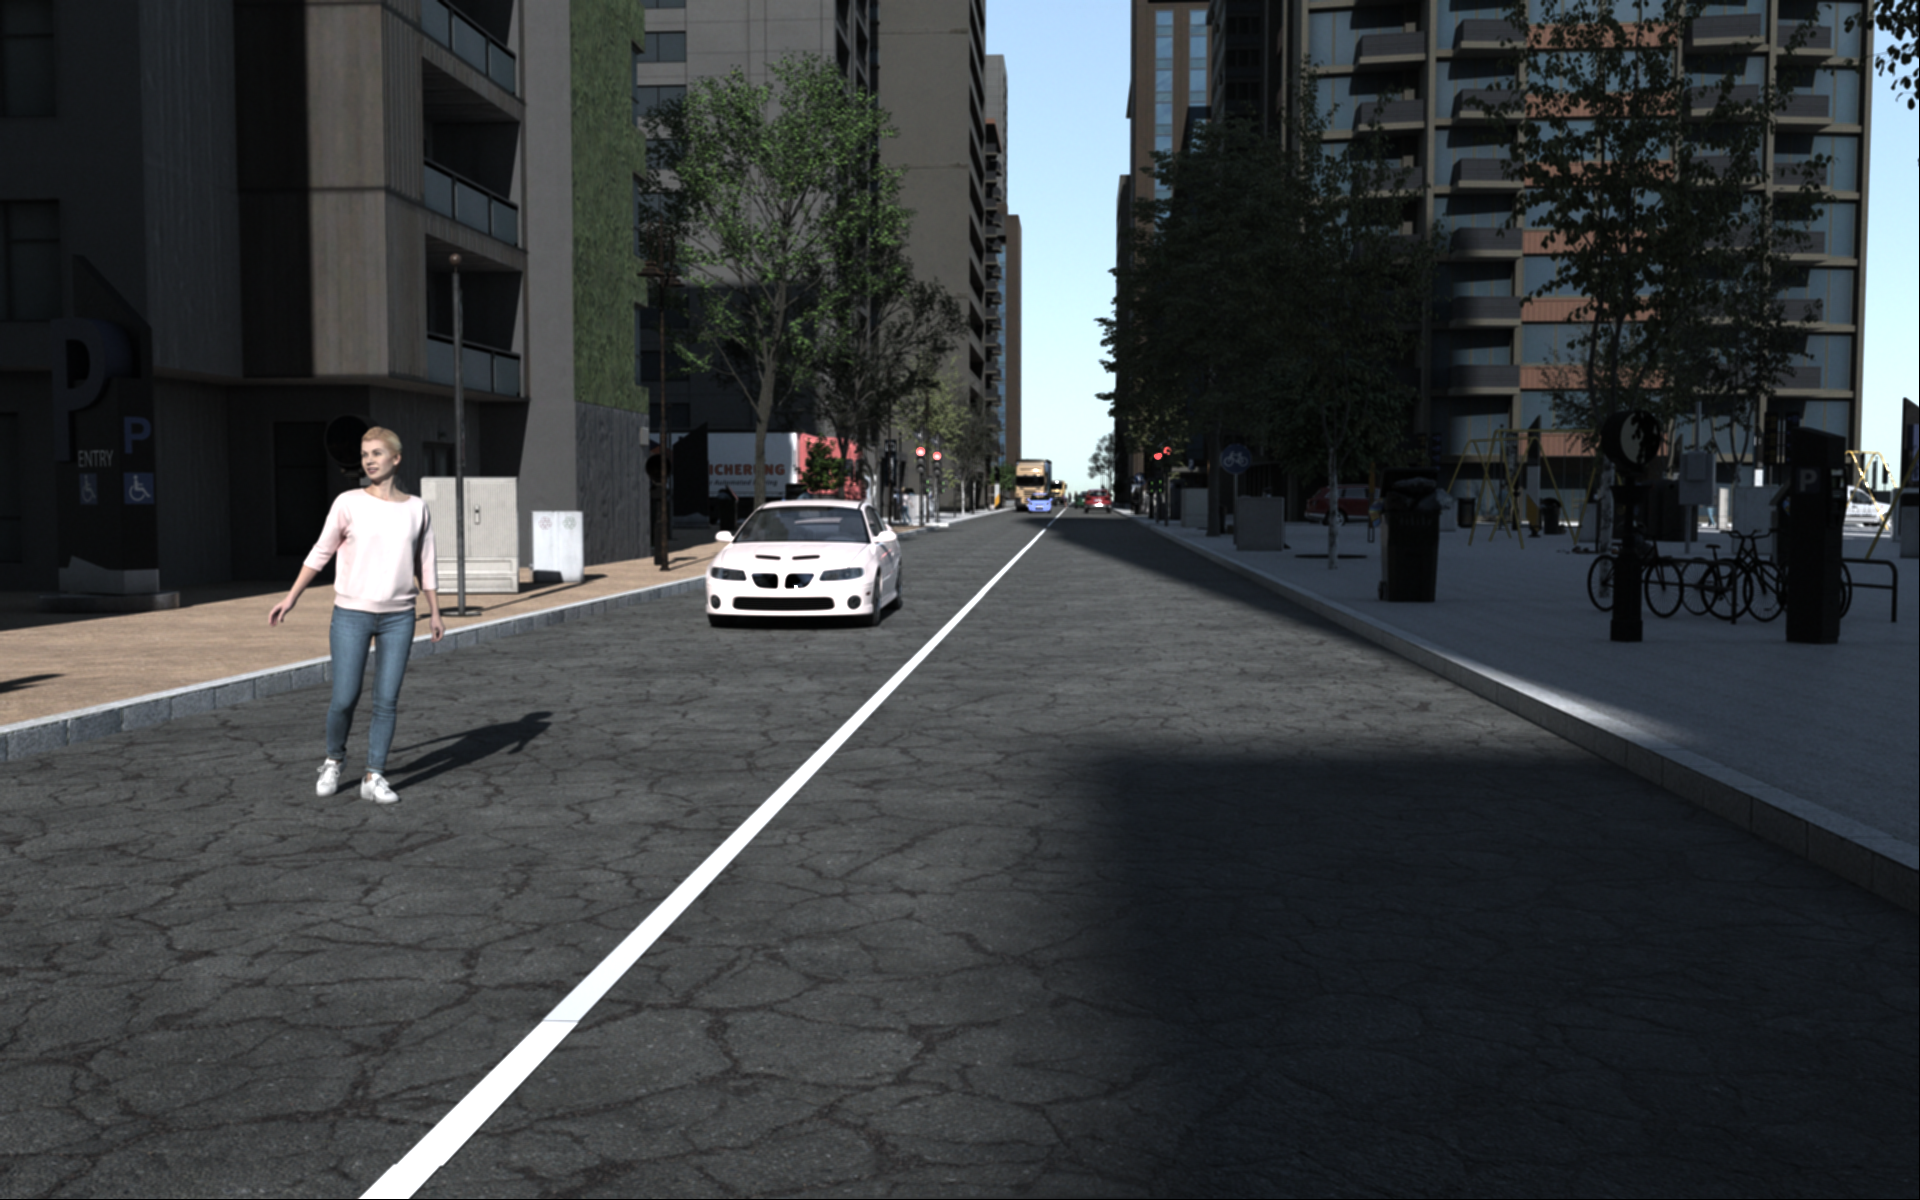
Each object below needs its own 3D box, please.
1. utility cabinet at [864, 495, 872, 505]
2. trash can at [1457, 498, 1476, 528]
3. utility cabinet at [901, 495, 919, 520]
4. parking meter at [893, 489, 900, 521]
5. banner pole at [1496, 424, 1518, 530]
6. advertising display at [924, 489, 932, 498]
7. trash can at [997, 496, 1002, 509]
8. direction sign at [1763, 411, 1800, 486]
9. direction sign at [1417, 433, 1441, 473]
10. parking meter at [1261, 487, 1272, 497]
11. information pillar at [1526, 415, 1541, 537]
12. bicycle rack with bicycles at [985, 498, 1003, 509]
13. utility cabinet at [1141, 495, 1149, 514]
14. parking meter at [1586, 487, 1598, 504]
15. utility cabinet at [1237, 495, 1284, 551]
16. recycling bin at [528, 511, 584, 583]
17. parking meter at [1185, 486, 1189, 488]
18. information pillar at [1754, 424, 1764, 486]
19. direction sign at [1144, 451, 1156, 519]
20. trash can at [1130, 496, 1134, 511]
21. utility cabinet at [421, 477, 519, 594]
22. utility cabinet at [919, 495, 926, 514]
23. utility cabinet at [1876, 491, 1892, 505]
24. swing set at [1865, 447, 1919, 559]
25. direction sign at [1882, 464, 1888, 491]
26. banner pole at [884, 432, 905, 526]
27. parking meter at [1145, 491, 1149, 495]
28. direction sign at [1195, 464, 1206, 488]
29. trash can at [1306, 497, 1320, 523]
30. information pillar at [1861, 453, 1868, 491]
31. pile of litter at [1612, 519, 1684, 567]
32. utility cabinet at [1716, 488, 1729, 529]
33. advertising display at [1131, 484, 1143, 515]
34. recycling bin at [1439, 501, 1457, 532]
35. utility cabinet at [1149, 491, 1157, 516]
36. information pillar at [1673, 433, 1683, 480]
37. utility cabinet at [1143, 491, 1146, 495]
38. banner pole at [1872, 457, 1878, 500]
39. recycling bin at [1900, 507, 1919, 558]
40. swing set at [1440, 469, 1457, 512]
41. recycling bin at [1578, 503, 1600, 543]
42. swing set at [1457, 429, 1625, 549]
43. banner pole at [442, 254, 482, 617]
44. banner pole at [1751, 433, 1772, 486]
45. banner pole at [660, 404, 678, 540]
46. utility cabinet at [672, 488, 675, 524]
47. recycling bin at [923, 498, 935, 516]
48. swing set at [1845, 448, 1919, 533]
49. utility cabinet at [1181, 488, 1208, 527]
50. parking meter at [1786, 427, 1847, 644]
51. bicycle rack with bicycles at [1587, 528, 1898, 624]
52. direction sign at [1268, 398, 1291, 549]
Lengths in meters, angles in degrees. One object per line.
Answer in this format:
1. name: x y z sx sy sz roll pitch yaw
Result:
1. utility cabinet: -4.937 -4.663 87.395 1.020 1.237 0.306 -3 4 -37
2. trash can: 19.207 -3.304 65.679 0.748 1.137 0.748 0 3 0
3. utility cabinet: -2.619 -4.613 86.584 0.306 1.237 1.020 -3 4 -37
4. parking meter: -3.046 -4.634 84.171 0.372 1.533 0.369 0 3 0
5. banner pole: 19.549 -4.397 61.905 0.863 3.779 0.401 3 5 44
6. advertising display: -2.113 -6.683 114.487 0.123 1.923 0.974 2 4 28
7. trash can: 3.338 -8.482 150.330 0.748 1.137 0.748 0 3 0
8. direction sign: 22.584 -3.406 47.685 0.876 3.537 0.379 2 4 28
9. direction sign: 17.328 -4.408 64.060 0.876 3.537 0.379 0 4 3
10. parking meter: 10.530 -3.122 59.452 0.372 1.533 0.369 0 3 0
11. information pillar: 17.041 -3.675 51.436 0.183 3.616 0.504 -1 4 -22
12. bicycle rack with bicycles: 2.667 -8.220 147.786 2.852 0.926 2.925 0 4 2
13. utility cabinet: 11.547 -5.982 108.973 1.020 1.237 0.306 -2 4 -28
14. parking meter: 21.648 -3.117 59.373 0.372 1.533 0.369 0 3 0
15. utility cabinet: 6.787 -1.712 39.145 1.020 1.237 0.306 1 4 17
16. recycling bin: -5.894 -0.778 25.272 0.722 1.027 0.722 -1 4 -19
17. parking meter: 16.934 -7.596 129.909 0.399 1.863 0.255 3 4 36
18. information pillar: 26.946 -4.103 58.440 0.504 3.616 0.183 -3 5 -44
19. direction sign: 10.034 -6.030 90.579 0.876 3.537 0.379 -1 4 -10
20. trash can: 13.297 -7.362 132.018 0.748 1.137 0.748 0 3 0
21. utility cabinet: -6.260 -0.824 22.150 1.173 1.500 0.318 -1 4 -11
22. utility cabinet: -2.733 -6.186 112.298 1.020 1.237 0.306 0 4 -3
23. utility cabinet: 65.958 -7.047 123.895 1.173 1.500 0.318 3 5 42
24. swing set: 18.779 -2.093 31.839 3.119 2.851 2.862 -2 4 -32
25. direction sign: 69.317 -8.429 129.811 0.876 3.537 0.379 -3 5 -40
26. banner pole: -2.642 -4.896 70.059 0.863 3.779 0.401 0 4 3
27. parking meter: 12.787 -6.684 117.700 0.372 1.533 0.369 0 3 0
28. direction sign: 18.325 -8.553 131.830 0.876 3.537 0.379 2 4 29
29. trash can: 15.616 -3.948 76.195 0.748 1.137 0.748 0 3 0
30. information pillar: 49.542 -6.361 95.364 0.504 3.616 0.183 0 4 -7
31. pile of litter: 12.351 -1.062 31.329 1.176 0.858 1.719 0 4 -6
32. utility cabinet: 27.435 -3.279 62.293 0.318 1.500 1.173 2 4 28
33. advertising display: 10.961 -6.249 107.384 0.123 1.923 0.974 -3 4 -37
34. recycling bin: 16.551 -2.859 59.297 0.722 1.027 0.722 0 4 1
35. utility cabinet: 11.367 -5.685 101.635 0.318 1.500 1.173 0 4 -8
36. information pillar: 27.673 -4.614 66.786 0.183 3.616 0.504 -1 4 -8
37. utility cabinet: 12.651 -6.853 120.722 0.318 1.500 1.173 -3 5 -39
38. banner pole: 61.567 -7.741 116.589 0.401 3.779 0.863 0 4 8
39. recycling bin: 19.407 -1.358 34.765 0.722 1.027 0.722 -2 4 -34
40. swing set: 15.166 -3.127 48.746 2.862 2.851 3.119 -1 4 -19
41. recycling bin: 16.888 -2.055 46.147 0.722 1.027 0.722 2 4 24
42. swing set: 14.220 -2.715 42.005 3.119 2.851 2.862 -1 4 -9
43. banner pole: -5.297 -1.735 18.381 0.401 3.779 0.863 -1 4 -11
44. banner pole: 28.791 -4.405 62.036 0.863 3.779 0.401 0 4 6
45. banner pole: -8.212 -3.574 48.456 0.401 3.779 0.863 -2 4 -35
46. utility cabinet: -10.925 -3.633 68.075 0.318 1.500 1.173 1 4 18
47. recycling bin: -1.907 -5.385 100.595 0.722 1.027 0.722 -1 4 -18
48. swing set: 33.270 -4.048 63.798 3.119 2.851 2.862 -3 5 -43
49. utility cabinet: 9.061 -3.550 66.719 1.173 1.500 0.318 -2 4 -30
50. parking meter: 7.375 -0.562 14.907 0.255 1.863 0.399 -2 4 -30
51. bicycle rack with bicycles: 8.250 -0.276 17.889 2.852 0.926 2.925 -1 4 -8
52. direction sign: 7.574 -2.968 40.529 0.379 3.537 0.876 -3 5 -43
